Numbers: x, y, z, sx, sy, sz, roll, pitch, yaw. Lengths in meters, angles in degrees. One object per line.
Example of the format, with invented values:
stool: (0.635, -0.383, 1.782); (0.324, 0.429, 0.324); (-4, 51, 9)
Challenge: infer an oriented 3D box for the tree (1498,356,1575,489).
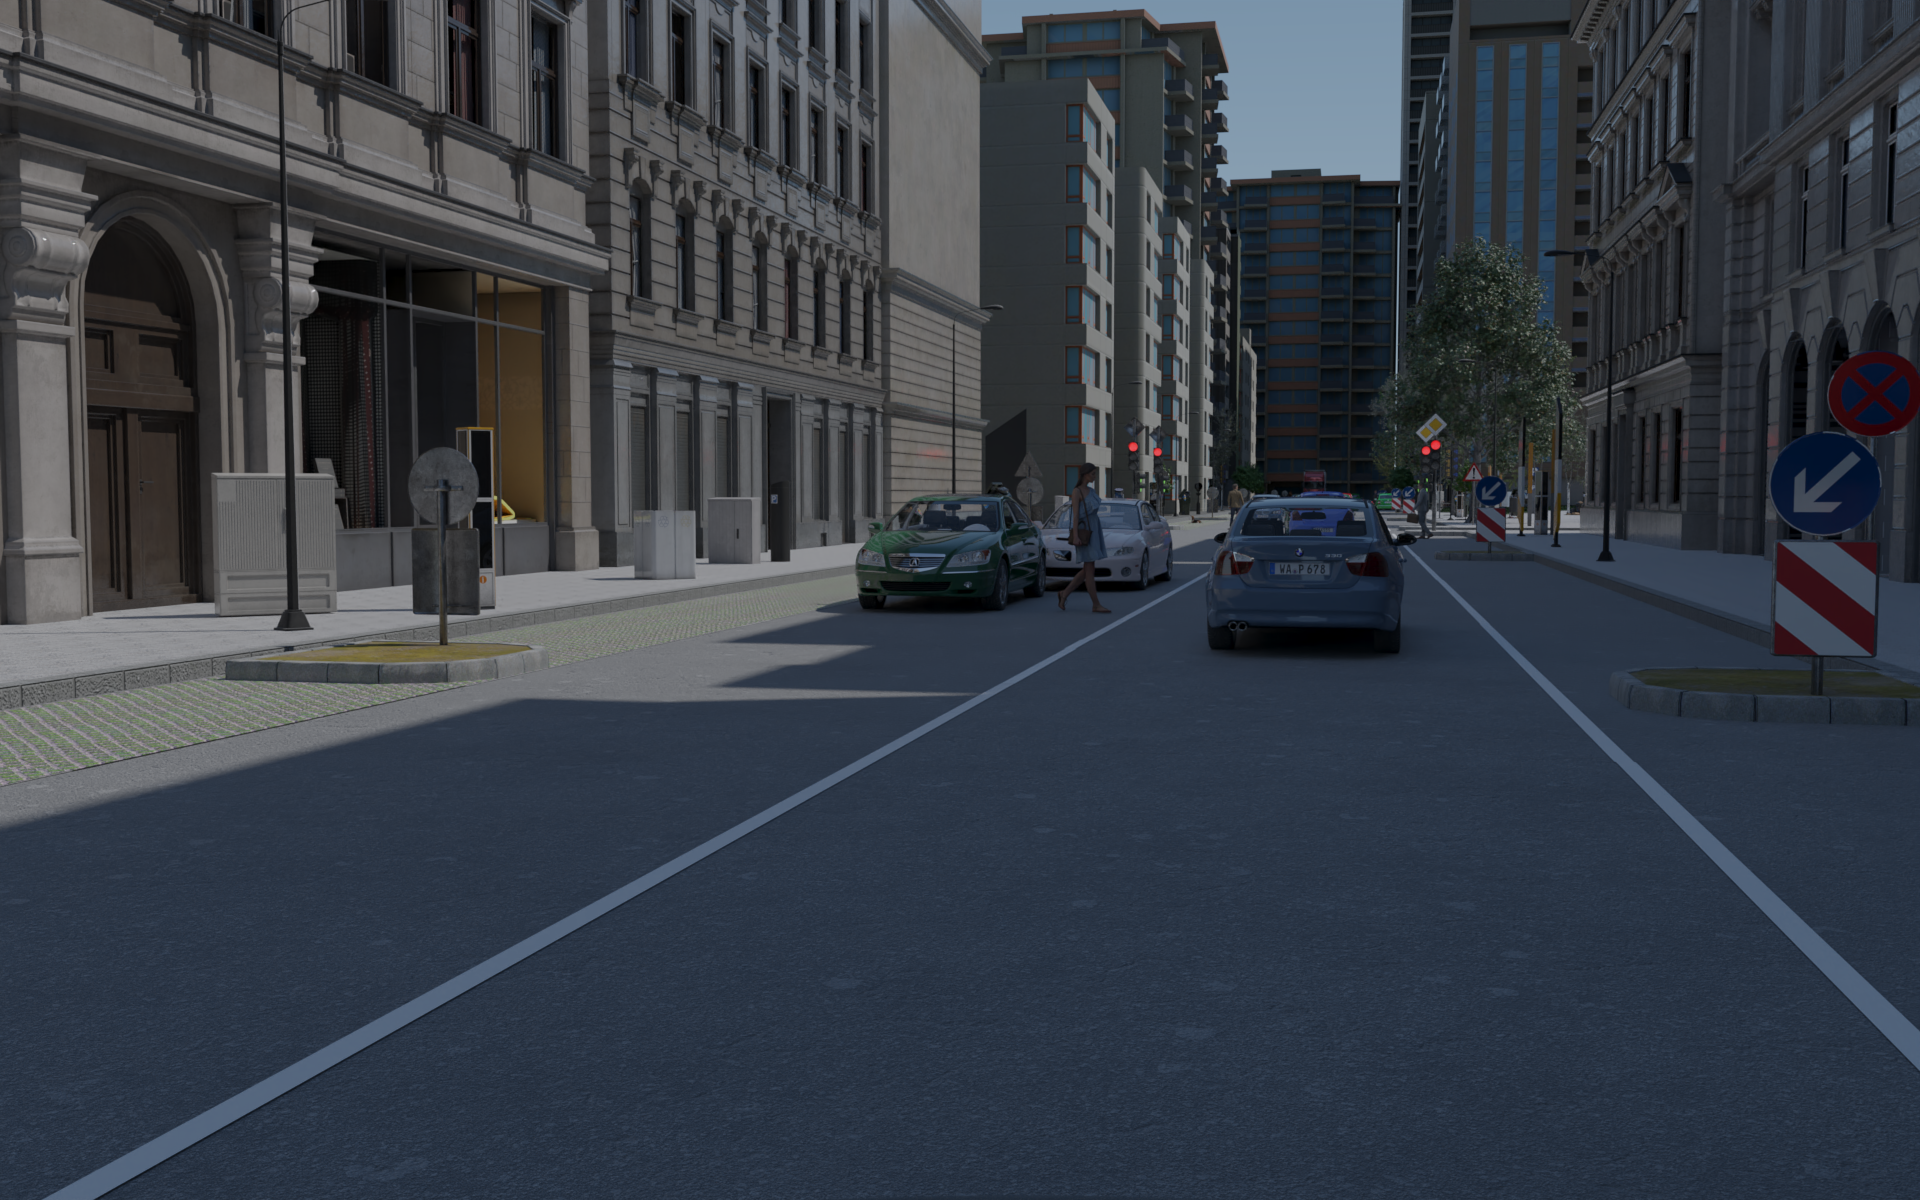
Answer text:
tree: (28.632, -8.298, 86.040); (4.737, 8.622, 4.395); (0, 3, 0)

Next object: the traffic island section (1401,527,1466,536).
traffic island section: (16.553, -2.333, 60.428); (2.009, 0.180, 2.903); (1, 4, 13)

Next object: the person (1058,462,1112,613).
person: (1.476, -0.753, 20.901); (0.778, 1.811, 0.616); (3, 4, 36)

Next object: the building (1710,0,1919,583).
building: (19.716, -11.184, 24.663); (13.314, 21.916, 24.055); (1, 4, 13)

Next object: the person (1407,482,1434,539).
person: (14.764, -2.863, 55.423); (0.853, 1.813, 0.709); (2, 4, 26)

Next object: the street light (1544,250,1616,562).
street light: (11.793, -3.697, 32.987); (1.470, 5.913, 1.316); (1, 4, 13)

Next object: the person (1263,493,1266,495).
person: (39.555, -13.208, 225.126); (0.621, 1.740, 0.551); (-3, 5, -39)

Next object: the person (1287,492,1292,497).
person: (41.236, -12.667, 216.432); (1.217, 1.723, 0.721); (-2, 4, -24)

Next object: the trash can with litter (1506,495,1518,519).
trash can with litter: (28.692, -4.888, 90.984); (2.233, 1.210, 1.678); (0, 4, -5)

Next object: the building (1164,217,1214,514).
building: (3.234, -17.138, 125.252); (27.650, 21.520, 28.899); (1, 4, 13)

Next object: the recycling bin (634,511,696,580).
recycling bin: (-4.476, -0.838, 26.250); (0.722, 1.027, 0.722); (-2, 4, -35)

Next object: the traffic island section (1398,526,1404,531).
traffic island section: (18.318, -2.809, 68.216); (2.009, 0.180, 2.903); (1, 4, 13)

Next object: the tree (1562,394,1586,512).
tree: (43.021, -10.503, 122.085); (4.360, 8.622, 3.978); (0, 3, 0)

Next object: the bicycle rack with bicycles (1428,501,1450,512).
bicycle rack with bicycles: (35.410, -6.965, 127.255); (2.925, 0.926, 2.852); (0, 4, -4)

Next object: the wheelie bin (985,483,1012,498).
wheelie bin: (1.025, -2.461, 48.153); (0.693, 1.594, 0.980); (2, 4, 29)

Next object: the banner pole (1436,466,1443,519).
banner pole: (25.140, -6.156, 90.663); (0.401, 3.779, 0.863); (1, 4, 17)

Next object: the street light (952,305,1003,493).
street light: (0.373, -4.298, 42.815); (1.470, 5.913, 1.316); (1, 4, 13)

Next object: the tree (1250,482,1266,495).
tree: (34.005, -12.277, 195.334); (1.663, 3.219, 1.824); (0, 3, 0)

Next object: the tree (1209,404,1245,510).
tree: (21.094, -11.636, 140.607); (4.360, 8.622, 3.978); (0, 3, 0)

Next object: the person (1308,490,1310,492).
person: (36.531, -10.547, 181.084); (0.705, 1.807, 1.348); (0, 4, 2)

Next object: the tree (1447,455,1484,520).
tree: (24.987, -5.566, 85.607); (1.663, 3.219, 1.824); (0, 3, 0)

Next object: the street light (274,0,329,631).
street light: (-5.768, -2.662, 16.057); (1.470, 5.913, 1.316); (1, 4, 13)

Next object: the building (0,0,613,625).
building: (-14.855, -9.766, 10.579); (10.553, 20.767, 40.483); (1, 4, 13)

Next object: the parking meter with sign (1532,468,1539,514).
parking meter with sign: (37.353, -7.128, 112.810); (0.543, 3.016, 1.738); (1, 4, 20)

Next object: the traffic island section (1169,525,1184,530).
traffic island section: (8.038, -2.952, 70.543); (2.009, 0.180, 2.903); (1, 4, 13)

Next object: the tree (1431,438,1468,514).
tree: (31.556, -10.002, 113.895); (4.360, 8.622, 3.978); (0, 3, 0)

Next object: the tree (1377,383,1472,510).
tree: (38.123, -13.190, 141.405); (9.928, 11.665, 9.643); (0, 3, 0)

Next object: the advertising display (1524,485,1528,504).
advertising display: (40.153, -7.127, 121.742); (0.974, 1.923, 0.123); (2, 4, 35)

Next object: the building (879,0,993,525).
building: (-16.868, -14.572, 57.344); (34.723, 24.649, 14.460); (1, 4, 13)

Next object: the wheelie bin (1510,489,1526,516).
wheelie bin: (32.614, -5.705, 101.190); (0.980, 1.594, 0.693); (-1, 4, -15)

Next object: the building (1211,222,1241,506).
building: (21.848, -25.081, 181.775); (14.160, 30.474, 14.107); (1, 4, 13)

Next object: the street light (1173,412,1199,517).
street light: (12.799, -7.683, 98.160); (1.470, 5.913, 1.316); (1, 4, 13)

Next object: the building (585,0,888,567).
building: (-8.599, -11.635, 39.390); (9.793, 20.994, 18.267); (1, 4, 13)

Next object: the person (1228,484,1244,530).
person: (11.133, -3.751, 69.735); (0.656, 1.842, 0.836); (-2, 4, -33)

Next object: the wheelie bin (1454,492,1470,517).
wheelie bin: (27.962, -5.414, 96.420); (0.980, 1.594, 0.693); (-3, 5, -42)

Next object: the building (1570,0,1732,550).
building: (23.058, -11.140, 46.765); (10.561, 19.102, 19.286); (1, 4, 13)

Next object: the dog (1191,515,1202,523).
dog: (11.486, -3.925, 84.374); (0.550, 0.427, 0.748); (-2, 4, -33)

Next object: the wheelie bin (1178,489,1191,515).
wheelie bin: (13.672, -5.958, 105.316); (0.693, 1.594, 0.980); (-1, 4, -10)

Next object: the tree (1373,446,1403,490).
tree: (53.915, -16.256, 216.145); (4.737, 8.622, 4.395); (0, 3, 0)

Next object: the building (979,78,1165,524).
building: (-5.004, -14.943, 89.352); (27.650, 21.520, 28.899); (1, 4, 13)

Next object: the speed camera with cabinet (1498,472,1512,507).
speed camera with cabinet: (41.158, -8.352, 130.896); (0.660, 3.252, 2.038); (-1, 4, -9)

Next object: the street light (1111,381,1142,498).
street light: (6.823, -6.060, 71.621); (1.470, 5.913, 1.316); (1, 4, 13)

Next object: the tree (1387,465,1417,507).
tree: (43.724, -11.488, 171.535); (4.285, 4.588, 4.351); (0, 3, 0)

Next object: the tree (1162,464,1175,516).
tree: (12.230, -6.641, 103.175); (1.663, 3.219, 1.824); (0, 3, 0)

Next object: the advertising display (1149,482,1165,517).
advertising display: (10.643, -5.401, 93.525); (0.974, 1.923, 0.123); (3, 5, 43)

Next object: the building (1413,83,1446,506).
building: (63.345, -35.085, 197.343); (21.300, 48.544, 21.600); (1, 4, 13)

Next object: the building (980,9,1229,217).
building: (13.238, -30.989, 161.293); (22.147, 44.769, 28.867); (1, 4, 13)

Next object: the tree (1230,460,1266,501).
tree: (27.725, -11.195, 166.747); (4.285, 4.588, 4.351); (0, 3, 0)

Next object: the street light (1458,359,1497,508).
street light: (17.843, -5.327, 59.641); (1.470, 5.913, 1.316); (1, 4, 13)

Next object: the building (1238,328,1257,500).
building: (19.865, -22.095, 206.300); (28.899, 21.520, 27.650); (1, 4, 13)

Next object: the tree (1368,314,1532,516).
tree: (29.680, -11.792, 103.165); (12.009, 13.543, 11.850); (0, 3, 0)

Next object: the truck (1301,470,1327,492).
truck: (41.427, -13.045, 202.202); (2.839, 4.237, 11.283); (1, 4, 13)

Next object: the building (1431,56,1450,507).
building: (58.826, -33.767, 171.702); (23.786, 49.044, 30.456); (1, 4, 13)

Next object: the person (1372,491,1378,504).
person: (37.622, -9.053, 157.073); (0.434, 1.755, 0.990); (2, 4, 29)

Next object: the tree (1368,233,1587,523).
tree: (22.924, -9.740, 76.263); (9.611, 12.733, 9.660); (0, 3, 0)

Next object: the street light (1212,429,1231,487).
street light: (18.773, -9.306, 124.699); (1.470, 5.913, 1.316); (1, 4, 13)
